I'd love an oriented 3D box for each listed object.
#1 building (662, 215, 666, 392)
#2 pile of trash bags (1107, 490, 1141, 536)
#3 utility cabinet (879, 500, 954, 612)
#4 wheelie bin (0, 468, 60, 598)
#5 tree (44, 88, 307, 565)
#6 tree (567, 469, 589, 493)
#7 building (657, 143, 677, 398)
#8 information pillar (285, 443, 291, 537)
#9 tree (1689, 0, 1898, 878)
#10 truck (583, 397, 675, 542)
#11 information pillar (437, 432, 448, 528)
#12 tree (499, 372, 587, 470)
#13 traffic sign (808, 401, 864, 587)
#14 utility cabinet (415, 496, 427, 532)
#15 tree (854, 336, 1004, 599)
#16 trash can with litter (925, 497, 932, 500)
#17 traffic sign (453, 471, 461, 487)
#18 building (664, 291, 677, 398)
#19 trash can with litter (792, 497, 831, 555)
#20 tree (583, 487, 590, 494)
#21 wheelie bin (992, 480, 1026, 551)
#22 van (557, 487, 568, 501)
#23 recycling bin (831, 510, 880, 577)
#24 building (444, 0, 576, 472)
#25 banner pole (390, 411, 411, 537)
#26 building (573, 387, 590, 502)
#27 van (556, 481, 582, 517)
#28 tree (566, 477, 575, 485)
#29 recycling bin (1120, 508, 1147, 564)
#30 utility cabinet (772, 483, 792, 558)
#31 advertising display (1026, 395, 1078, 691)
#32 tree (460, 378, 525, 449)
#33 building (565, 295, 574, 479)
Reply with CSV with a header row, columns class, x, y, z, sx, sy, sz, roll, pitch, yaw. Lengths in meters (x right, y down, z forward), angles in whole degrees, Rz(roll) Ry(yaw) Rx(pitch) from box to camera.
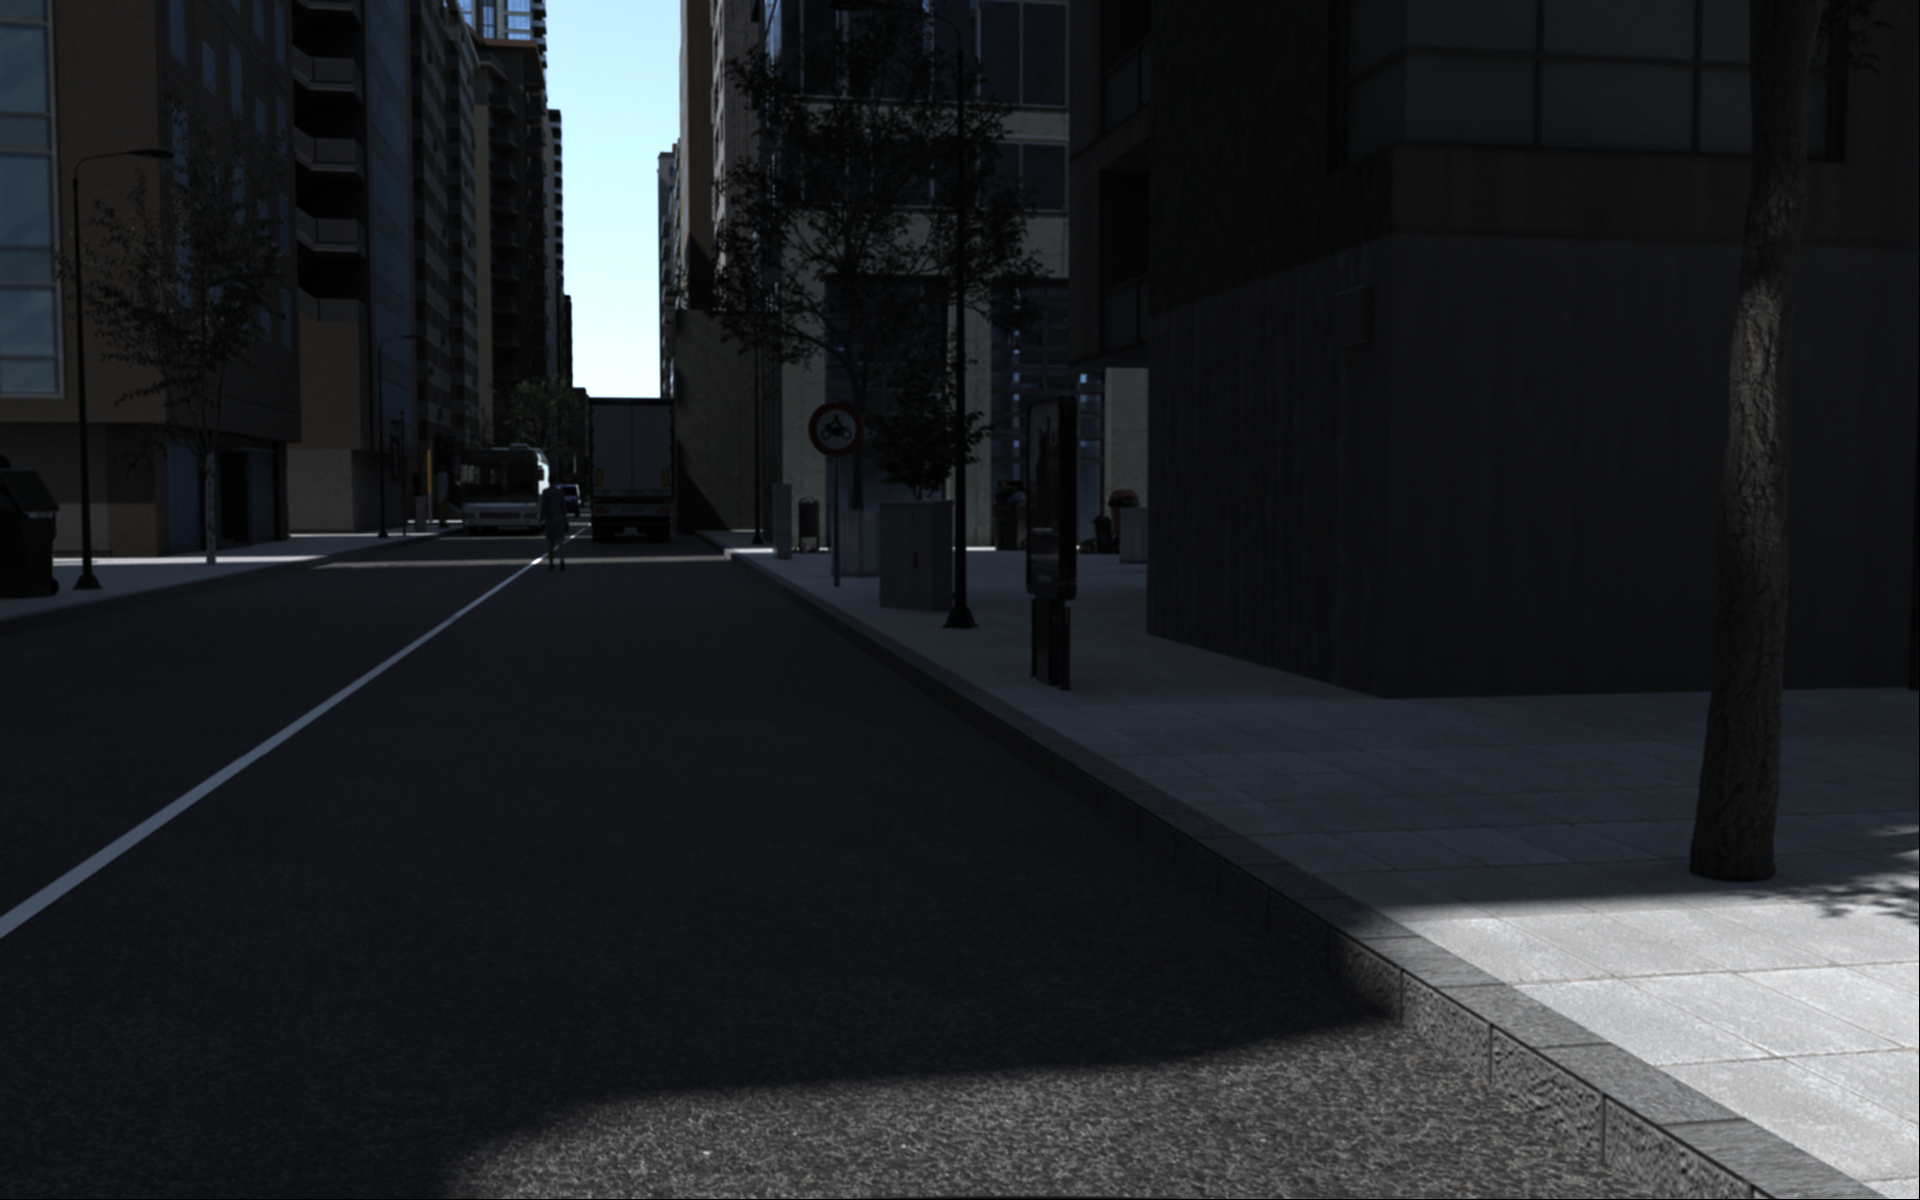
class,x,y,z,sx,sy,sz,roll,pitch,yaw
building,-34.869,-39.759,269.675,23.786,49.044,30.456,-1,4,-11
pile of trash bags,4.495,-1.525,34.693,3.447,1.369,1.912,-2,4,-27
utility cabinet,-0.500,-0.499,19.327,0.306,1.237,1.020,-3,4,-38
wheelie bin,-11.717,-0.833,21.522,0.693,1.594,0.980,1,4,12
tree,-13.776,-4.948,31.269,4.360,8.622,3.978,0,3,0
tree,-49.820,-14.817,225.968,4.285,4.588,4.351,0,3,0
building,-41.124,-46.239,298.005,21.231,58.520,28.212,-1,4,-11
information pillar,-20.187,-3.680,51.522,0.183,3.616,0.504,1,4,17
tree,2.956,-4.351,5.543,7.601,10.594,8.767,0,4,-5
truck,-10.669,-4.083,55.671,2.839,4.237,11.283,-1,4,-12
information pillar,-19.469,-4.515,65.169,0.183,3.616,0.504,1,4,20
tree,-35.618,-13.549,147.273,9.928,11.665,9.643,0,3,0
traffic sign,-1.703,-1.455,23.903,0.768,2.556,0.104,0,4,-3
utility cabinet,-18.165,-2.887,58.364,0.306,1.237,1.020,-1,4,-13
tree,-0.569,-1.640,21.417,1.663,3.219,1.824,0,3,0
trash can with litter,-0.720,-1.727,39.293,1.678,1.210,2.233,-1,4,-13
traffic sign,-20.154,-4.071,70.202,0.795,2.450,0.064,-1,4,-11
building,-35.144,-29.105,247.564,14.160,30.474,14.107,-1,4,-11
trash can with litter,-2.927,-1.637,37.820,2.233,1.210,1.678,-3,5,-44
tree,-57.226,-16.535,264.943,1.663,3.219,1.824,0,3,0
wheelie bin,1.165,-1.929,39.454,0.980,1.594,0.693,2,4,28
van,-22.520,-5.375,94.900,2.013,2.044,4.112,-1,4,-12
recycling bin,-1.540,-0.896,27.201,0.722,1.027,0.722,3,5,44
building,-69.547,-57.982,260.681,22.319,86.520,31.000,-1,4,-11
banner pole,-16.826,-3.787,51.936,0.401,3.779,0.863,1,4,15
building,-76.774,-27.328,291.848,27.650,21.520,28.899,-1,4,-11
van,-24.993,-6.420,109.345,2.240,2.365,5.245,-1,4,-11
tree,-44.795,-12.518,199.274,1.663,3.219,1.824,0,3,0
recycling bin,3.458,-1.202,32.211,0.722,1.027,0.722,-2,4,-34
utility cabinet,-3.552,-1.590,34.681,0.318,1.500,1.173,-1,4,-10
advertising display,0.611,-0.397,11.709,0.123,1.923,0.974,-1,4,-11
tree,-29.210,-9.731,109.464,4.360,8.622,3.978,0,3,0
building,-61.084,-28.663,240.337,14.160,30.474,14.107,-1,4,-11
